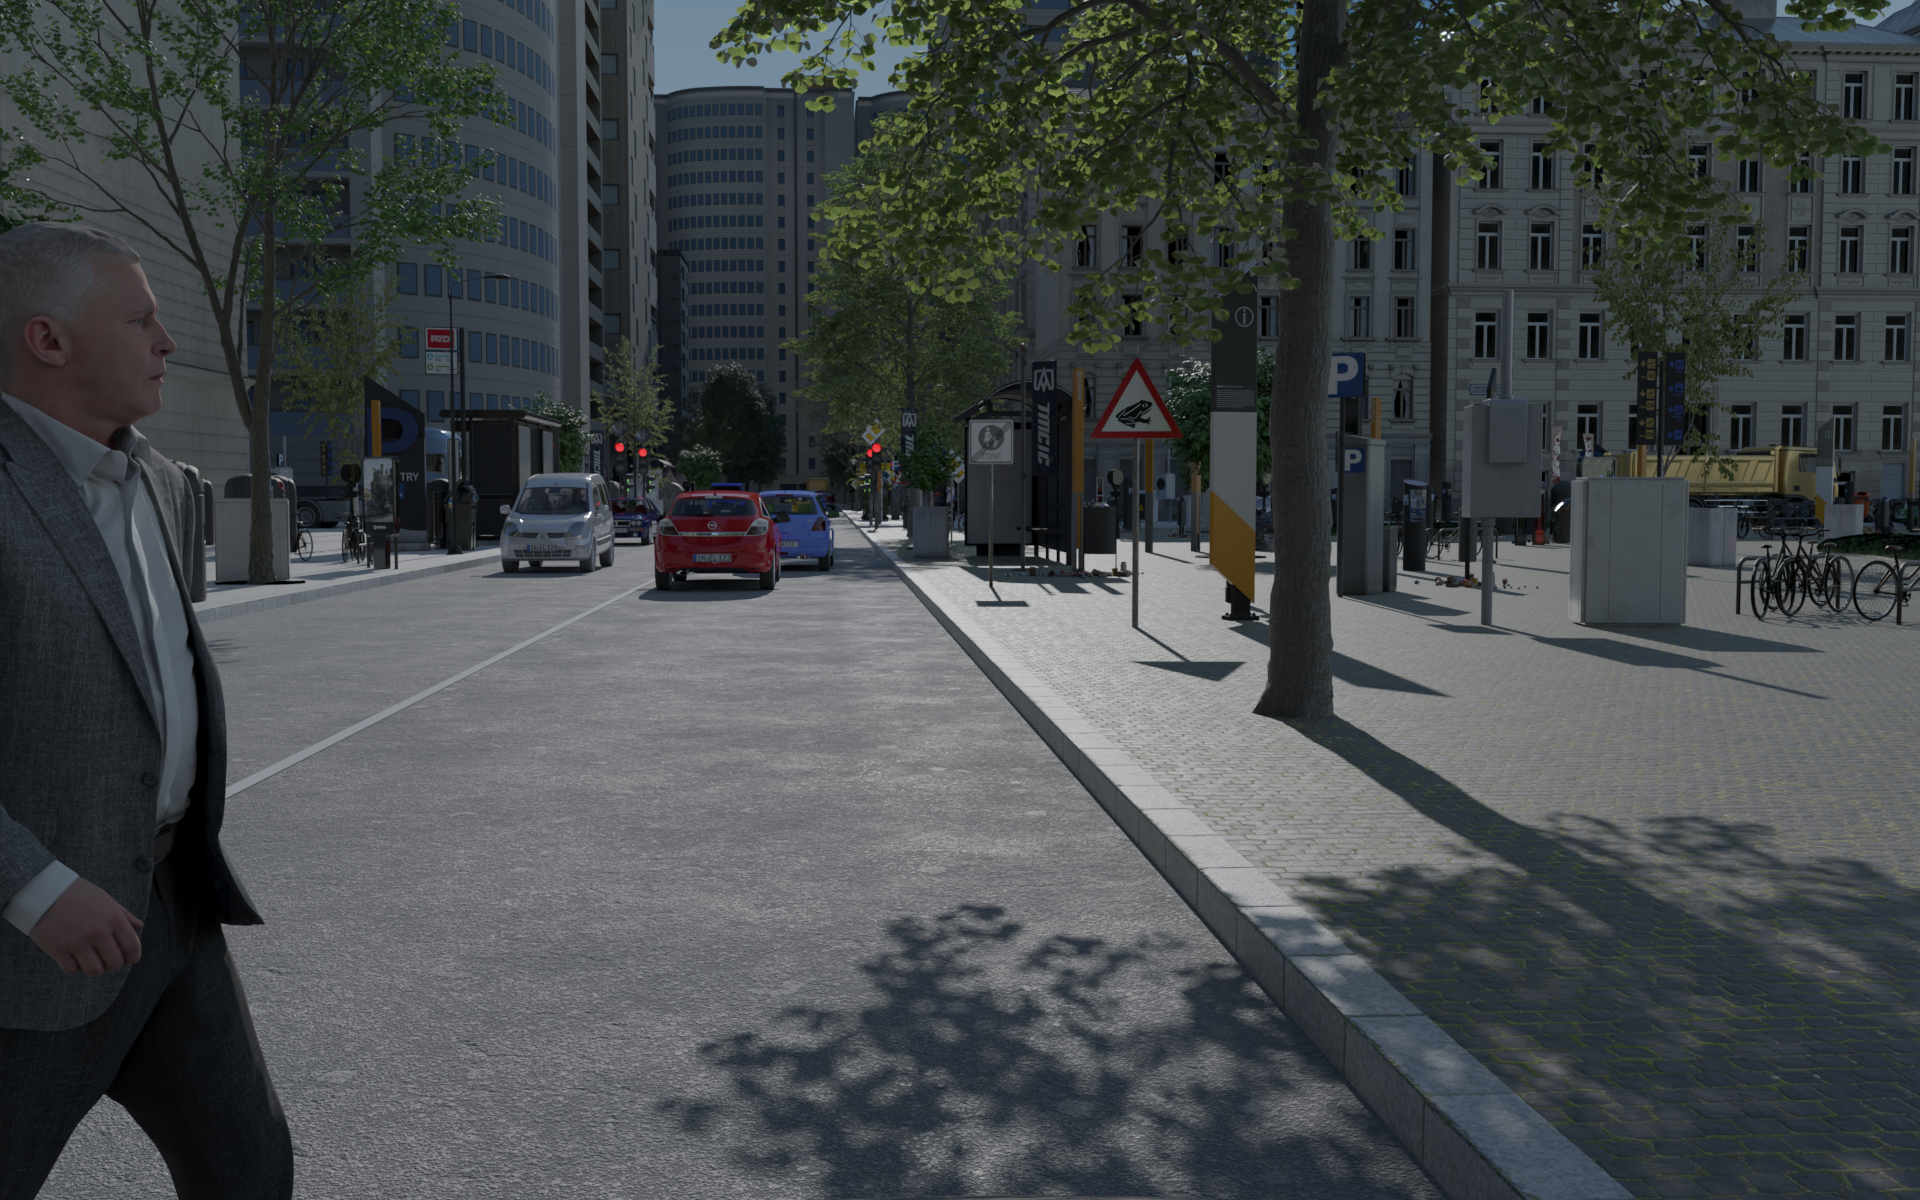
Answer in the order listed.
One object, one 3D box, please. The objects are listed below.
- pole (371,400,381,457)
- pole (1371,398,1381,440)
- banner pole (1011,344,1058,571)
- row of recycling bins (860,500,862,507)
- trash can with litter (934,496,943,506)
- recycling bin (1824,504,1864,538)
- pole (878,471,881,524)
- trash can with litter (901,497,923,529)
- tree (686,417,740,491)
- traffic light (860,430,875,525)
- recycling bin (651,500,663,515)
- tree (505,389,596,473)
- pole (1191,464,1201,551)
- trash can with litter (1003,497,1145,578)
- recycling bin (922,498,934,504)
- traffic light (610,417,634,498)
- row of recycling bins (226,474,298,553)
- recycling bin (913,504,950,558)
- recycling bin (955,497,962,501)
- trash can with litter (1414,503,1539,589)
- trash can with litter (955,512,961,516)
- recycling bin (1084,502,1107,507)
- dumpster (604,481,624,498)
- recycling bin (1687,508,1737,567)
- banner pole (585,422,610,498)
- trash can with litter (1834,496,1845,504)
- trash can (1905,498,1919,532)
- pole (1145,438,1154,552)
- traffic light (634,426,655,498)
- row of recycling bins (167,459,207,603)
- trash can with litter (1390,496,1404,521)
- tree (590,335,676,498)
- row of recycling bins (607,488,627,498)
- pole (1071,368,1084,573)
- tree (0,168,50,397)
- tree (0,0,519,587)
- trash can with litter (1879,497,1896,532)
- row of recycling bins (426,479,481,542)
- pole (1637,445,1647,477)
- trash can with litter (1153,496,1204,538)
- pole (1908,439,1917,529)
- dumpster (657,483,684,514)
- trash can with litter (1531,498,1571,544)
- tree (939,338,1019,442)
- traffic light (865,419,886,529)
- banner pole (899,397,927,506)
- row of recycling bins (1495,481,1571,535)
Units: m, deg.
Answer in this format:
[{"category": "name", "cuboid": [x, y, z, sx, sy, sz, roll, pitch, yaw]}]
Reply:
[{"category": "pole", "cuboid": [-12.683, -2.682, 37.699, 0.158, 3.312, 0.155, 0, 3, 0]}, {"category": "pole", "cuboid": [8.818, -2.626, 36.776, 0.158, 3.312, 0.155, 0, 3, 0]}, {"category": "banner pole", "cuboid": [1.255, -2.372, 28.807, 0.863, 3.779, 0.401, 2, 4, 30]}, {"category": "row of recycling bins", "cuboid": [-6.860, -7.946, 137.027, 1.069, 1.692, 3.534, 2, 4, 27]}, {"category": "trash can with litter", "cuboid": [-0.978, -5.000, 93.137, 0.624, 1.170, 1.055, -1, 4, -23]}, {"category": "recycling bin", "cuboid": [21.383, -1.795, 41.908, 0.722, 1.027, 0.722, 3, 4, 39]}, {"category": "pole", "cuboid": [-3.476, -4.926, 74.387, 0.158, 3.312, 0.155, 0, 3, 0]}, {"category": "trash can with litter", "cuboid": [-1.614, -3.159, 63.044, 1.055, 1.170, 0.624, 0, 4, -1]}, {"category": "tree", "cuboid": [-19.608, -11.477, 138.010, 4.737, 8.622, 4.395, 0, 3, 0]}, {"category": "traffic light", "cuboid": [-3.729, -5.088, 72.109, 0.839, 4.253, 0.868, 0, 4, -4]}, {"category": "recycling bin", "cuboid": [-13.638, -3.968, 77.423, 0.722, 1.027, 0.722, -1, 4, -9]}, {"category": "tree", "cuboid": [-13.084, -4.329, 54.493, 4.285, 4.588, 4.351, 0, 3, 0]}, {"category": "pole", "cuboid": [5.277, -2.744, 38.707, 0.158, 3.312, 0.155, 0, 3, 0]}, {"category": "trash can with litter", "cuboid": [1.803, -0.986, 27.173, 2.233, 1.210, 1.678, 0, 4, 3]}, {"category": "recycling bin", "cuboid": [-2.339, -6.767, 123.187, 0.722, 1.027, 0.722, 2, 4, 31]}, {"category": "traffic light", "cuboid": [-12.396, -4.556, 63.417, 0.839, 4.253, 0.868, 0, 4, -4]}, {"category": "row of recycling bins", "cuboid": [-14.829, -1.809, 36.693, 1.069, 1.692, 3.534, -1, 4, -10]}, {"category": "recycling bin", "cuboid": [-0.574, -1.378, 35.078, 0.722, 1.027, 0.722, 0, 4, 2]}, {"category": "recycling bin", "cuboid": [-0.322, -7.138, 129.265, 0.722, 1.027, 0.722, -3, 5, -41]}, {"category": "trash can with litter", "cuboid": [7.295, -0.821, 24.480, 1.678, 1.210, 2.233, 1, 4, 17]}, {"category": "trash can with litter", "cuboid": [-1.003, -5.540, 101.635, 2.233, 1.210, 1.678, 0, 4, 2]}, {"category": "recycling bin", "cuboid": [4.104, -2.486, 53.193, 0.722, 1.027, 0.722, 1, 4, 13]}, {"category": "dumpster", "cuboid": [-15.496, -4.308, 76.187, 1.264, 1.857, 1.865, 0, 4, -4]}, {"category": "recycling bin", "cuboid": [13.358, -1.127, 30.973, 0.722, 1.027, 0.722, -2, 4, -26]}, {"category": "banner pole", "cuboid": [-12.367, -4.268, 59.807, 0.863, 3.779, 0.401, -1, 4, -18]}, {"category": "trash can with litter", "cuboid": [64.221, -6.925, 124.284, 2.233, 1.210, 1.678, -1, 4, -17]}, {"category": "trash can", "cuboid": [32.048, -2.834, 57.987, 0.748, 1.137, 0.748, 0, 3, 0]}, {"category": "pole", "cuboid": [4.162, -2.704, 38.046, 0.158, 3.312, 0.155, 0, 3, 0]}, {"category": "traffic light", "cuboid": [-13.012, -5.043, 71.378, 0.839, 4.253, 0.868, 0, 4, -4]}, {"category": "row of recycling bins", "cuboid": [-9.516, -0.742, 19.243, 1.069, 1.692, 3.534, 0, 4, 2]}, {"category": "trash can with litter", "cuboid": [20.592, -4.233, 80.602, 1.055, 1.170, 0.624, 0, 4, 5]}, {"category": "tree", "cuboid": [-14.851, -7.914, 79.748, 4.360, 8.622, 3.978, 0, 3, 0]}, {"category": "row of recycling bins", "cuboid": [-16.056, -4.502, 80.725, 1.069, 1.692, 3.534, 0, 4, -8]}, {"category": "pole", "cuboid": [1.920, -2.103, 28.224, 0.158, 3.312, 0.155, 0, 3, 0]}, {"category": "tree", "cuboid": [-9.147, -1.884, 14.520, 4.285, 4.588, 4.351, 0, 3, 0]}, {"category": "tree", "cuboid": [-10.008, -6.017, 24.132, 9.928, 11.665, 9.643, 0, 3, 0]}, {"category": "trash can with litter", "cuboid": [26.941, -2.395, 50.215, 1.678, 1.210, 2.233, 2, 4, 33]}, {"category": "row of recycling bins", "cuboid": [-13.916, -2.482, 47.693, 1.069, 1.692, 3.534, 0, 4, -3]}, {"category": "pole", "cuboid": [16.385, -2.923, 41.642, 0.158, 3.312, 0.155, 0, 3, 0]}, {"category": "trash can with litter", "cuboid": [6.429, -2.477, 51.562, 1.678, 1.210, 2.233, 1, 4, 17]}, {"category": "pole", "cuboid": [35.118, -4.284, 63.891, 0.158, 3.312, 0.155, 0, 3, 0]}, {"category": "dumpster", "cuboid": [-14.683, -5.025, 87.909, 1.264, 1.857, 1.865, 0, 4, -5]}, {"category": "trash can with litter", "cuboid": [15.378, -2.045, 44.819, 1.055, 1.170, 0.624, 0, 4, -5]}, {"category": "tree", "cuboid": [0.972, -7.863, 78.915, 4.360, 8.622, 3.978, 0, 3, 0]}, {"category": "traffic light", "cuboid": [-3.114, -4.601, 64.148, 0.839, 4.253, 0.868, 0, 4, -4]}, {"category": "banner pole", "cuboid": [-1.143, -3.339, 44.613, 0.863, 3.779, 0.401, -1, 4, -17]}, {"category": "row of recycling bins", "cuboid": [18.717, -2.930, 55.018, 3.534, 1.692, 1.069, 0, 4, 4]}]
